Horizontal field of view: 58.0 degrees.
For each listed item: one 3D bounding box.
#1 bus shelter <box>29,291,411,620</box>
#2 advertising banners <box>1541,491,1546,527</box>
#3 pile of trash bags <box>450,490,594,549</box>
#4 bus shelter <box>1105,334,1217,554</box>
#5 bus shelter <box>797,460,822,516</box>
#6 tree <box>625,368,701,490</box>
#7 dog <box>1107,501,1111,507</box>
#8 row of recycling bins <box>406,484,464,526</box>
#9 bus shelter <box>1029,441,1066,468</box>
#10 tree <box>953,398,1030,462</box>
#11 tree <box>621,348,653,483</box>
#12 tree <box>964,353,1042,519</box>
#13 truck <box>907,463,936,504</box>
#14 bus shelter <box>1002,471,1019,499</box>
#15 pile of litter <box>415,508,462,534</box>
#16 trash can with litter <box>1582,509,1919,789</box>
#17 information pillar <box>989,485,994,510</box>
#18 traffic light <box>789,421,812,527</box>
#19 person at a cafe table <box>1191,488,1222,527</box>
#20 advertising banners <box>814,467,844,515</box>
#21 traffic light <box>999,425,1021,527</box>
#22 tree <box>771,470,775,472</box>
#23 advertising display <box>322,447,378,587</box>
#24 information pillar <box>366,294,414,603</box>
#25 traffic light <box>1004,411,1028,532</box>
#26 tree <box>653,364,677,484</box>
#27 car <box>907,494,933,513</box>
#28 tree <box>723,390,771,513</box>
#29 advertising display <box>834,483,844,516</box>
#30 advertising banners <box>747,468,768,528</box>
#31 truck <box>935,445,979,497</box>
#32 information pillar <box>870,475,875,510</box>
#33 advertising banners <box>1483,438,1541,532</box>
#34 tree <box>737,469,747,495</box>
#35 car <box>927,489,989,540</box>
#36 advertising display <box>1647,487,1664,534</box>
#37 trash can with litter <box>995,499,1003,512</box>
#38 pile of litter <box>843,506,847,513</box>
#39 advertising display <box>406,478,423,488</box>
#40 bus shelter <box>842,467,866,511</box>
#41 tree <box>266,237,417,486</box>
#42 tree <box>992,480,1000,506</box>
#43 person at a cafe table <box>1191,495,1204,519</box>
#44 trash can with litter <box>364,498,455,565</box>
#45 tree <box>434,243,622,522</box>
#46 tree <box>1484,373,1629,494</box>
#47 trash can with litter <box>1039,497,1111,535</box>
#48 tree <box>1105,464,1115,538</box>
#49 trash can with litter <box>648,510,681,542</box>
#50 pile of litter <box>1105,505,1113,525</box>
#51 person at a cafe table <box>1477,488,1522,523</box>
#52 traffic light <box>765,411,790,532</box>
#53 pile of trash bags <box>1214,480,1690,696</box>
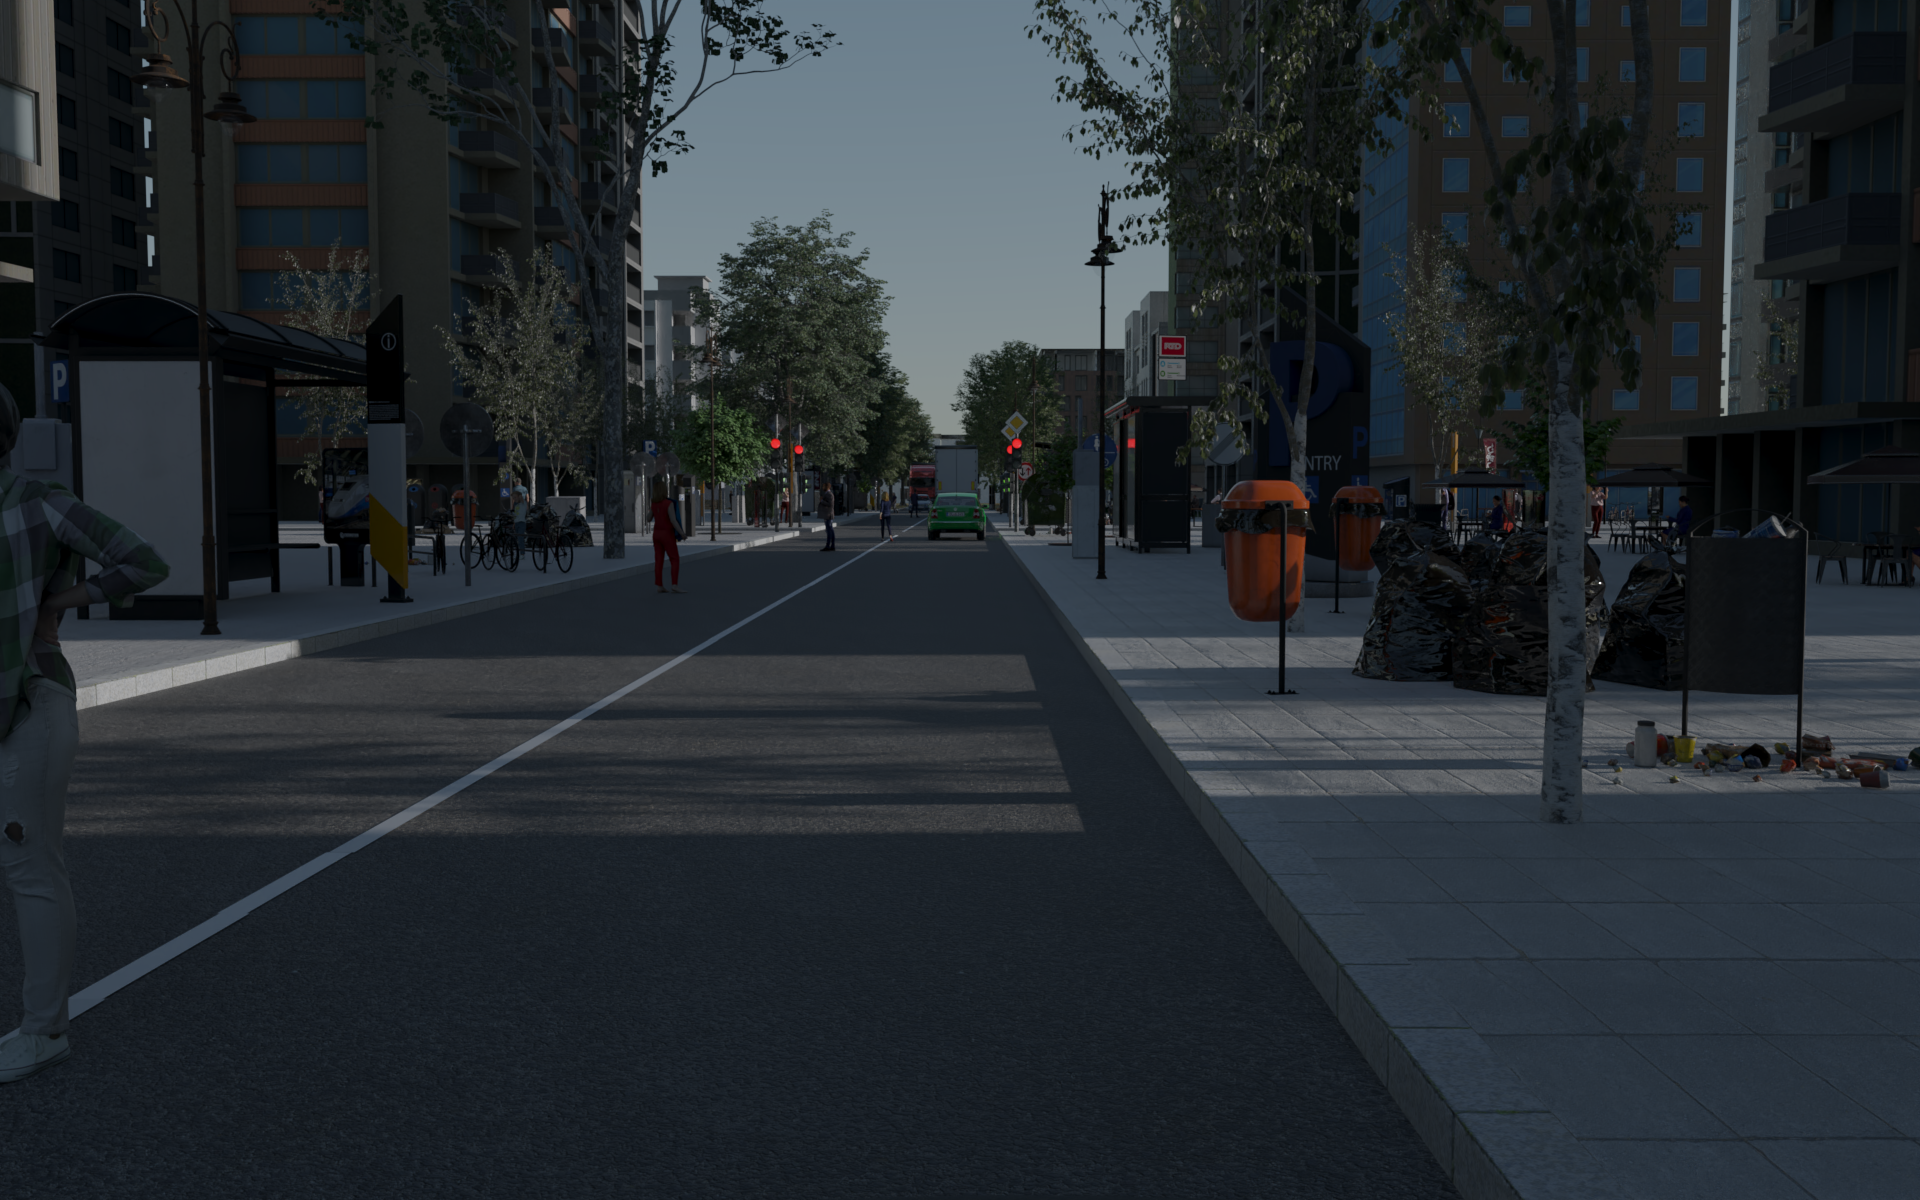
[{"bbox_3d":[-8.234,-1.598,20.052,2.014,3.302,5.546,0,4,0],"label":"bus shelter"},{"bbox_3d":[19.932,-3.742,57.375,2.074,3.025,0.090,1,4,11],"label":"advertising banners"},{"bbox_3d":[-10.605,-1.939,41.460,1.912,1.369,3.447,3,5,42],"label":"pile of trash bags"},{"bbox_3d":[4.632,-3.890,41.239,2.179,5.291,8.768,0,4,0],"label":"bus shelter"},{"bbox_3d":[-9.228,-6.693,103.352,2.014,3.302,5.546,0,4,0],"label":"bus shelter"},{"bbox_3d":[-17.103,-9.145,99.887,4.737,8.622,4.395,0,3,0],"label":"tree"},{"bbox_3d":[10.250,-6.367,118.475,0.513,0.831,0.800,1,4,17],"label":"dog"},{"bbox_3d":[-21.514,-3.831,69.744,3.534,1.692,1.069,0,4,-8],"label":"row of recycling bins"},{"bbox_3d":[4.182,-5.443,80.278,1.731,3.624,6.357,0,3,0],"label":"bus shelter"},{"bbox_3d":[4.219,-18.840,218.399,12.009,13.543,11.850,0,3,0],"label":"tree"},{"bbox_3d":[-17.068,-7.916,79.787,4.360,8.622,3.978,0,3,0],"label":"tree"},{"bbox_3d":[2.495,-8.560,90.322,4.737,8.622,4.395,0,3,0],"label":"tree"},{"bbox_3d":[-3.168,-10.279,156.971,2.839,4.237,11.283,0,4,1],"label":"truck"},{"bbox_3d":[4.064,-8.867,138.892,2.014,3.302,5.546,0,4,0],"label":"bus shelter"},{"bbox_3d":[-16.850,-2.556,55.760,1.719,0.858,1.176,2,4,25],"label":"pile of litter"},{"bbox_3d":[4.012,0.190,7.943,2.233,1.210,1.678,2,4,29],"label":"trash can with litter"},{"bbox_3d":[2.524,-8.253,139.436,0.304,2.012,0.304,2,4,31],"label":"information pillar"},{"bbox_3d":[-6.143,-4.750,66.579,0.839,4.253,0.868,0,4,0],"label":"traffic light"},{"bbox_3d":[9.969,-3.614,67.610,1.698,1.524,1.622,-2,4,-30],"label":"person at a cafe table"},{"bbox_3d":[-8.178,-6.812,107.572,2.074,3.025,0.090,1,4,16],"label":"advertising banners"},{"bbox_3d":[1.938,-4.748,66.553,0.839,4.253,0.868,0,4,0],"label":"traffic light"},{"bbox_3d":[-15.464,-11.273,134.678,4.737,8.622,4.395,0,3,0],"label":"tree"},{"bbox_3d":[-8.451,-1.151,24.039,0.974,1.923,0.123,2,4,28],"label":"advertising display"},{"bbox_3d":[-6.750,-1.778,20.433,0.504,3.616,0.183,1,4,19],"label":"information pillar"},{"bbox_3d":[1.896,-4.260,58.568,0.839,4.253,0.868,0,4,0],"label":"traffic light"},{"bbox_3d":[-16.968,-8.308,86.196,4.360,8.622,3.978,0,3,0],"label":"tree"},{"bbox_3d":[-3.030,-7.294,131.253,2.014,1.417,4.499,0,4,-1],"label":"car"},{"bbox_3d":[-16.414,-10.301,118.783,4.737,8.622,4.395,0,3,0],"label":"tree"},{"bbox_3d":[-7.221,-5.975,102.907,0.123,1.923,0.974,-3,4,-36],"label":"advertising display"},{"bbox_3d":[-7.795,-4.299,66.475,0.090,3.025,2.074,-2,4,-28],"label":"advertising banners"},{"bbox_3d":[-0.196,-7.098,104.967,2.839,4.237,11.283,0,3,0],"label":"truck"},{"bbox_3d":[-6.924,-8.892,136.732,0.183,3.616,0.504,3,5,41],"label":"information pillar"},{"bbox_3d":[17.276,-3.564,54.453,2.074,3.025,0.090,-1,4,-20],"label":"advertising banners"},{"bbox_3d":[-17.845,-11.596,139.950,4.360,8.622,3.978,0,3,0],"label":"tree"},{"bbox_3d":[-0.072,-2.850,55.396,1.959,1.807,4.718,0,4,2],"label":"car"},{"bbox_3d":[22.305,-3.079,55.553,0.123,1.923,0.974,0,4,-1],"label":"advertising display"},{"bbox_3d":[3.058,-6.982,125.548,1.055,1.170,0.624,1,4,23],"label":"trash can with litter"},{"bbox_3d":[-8.359,-6.351,117.810,1.719,0.858,1.176,-3,5,-43],"label":"pile of litter"},{"bbox_3d":[-22.516,-4.023,70.986,0.974,1.923,0.123,-2,4,-30],"label":"advertising display"},{"bbox_3d":[-8.373,-9.647,135.361,2.179,5.291,8.768,0,4,0],"label":"bus shelter"},{"bbox_3d":[-18.293,-6.128,50.555,4.360,8.622,3.978,0,3,0],"label":"tree"},{"bbox_3d":[3.822,-12.125,192.839,1.663,3.219,1.824,0,3,0],"label":"tree"},{"bbox_3d":[11.873,-4.865,90.399,1.726,1.238,1.698,-2,4,-25],"label":"person at a cafe table"},{"bbox_3d":[-10.118,-1.274,31.895,1.678,1.210,2.233,-2,4,-26],"label":"trash can with litter"},{"bbox_3d":[-12.658,-6.103,50.153,4.360,8.622,3.978,0,3,0],"label":"tree"},{"bbox_3d":[8.144,-1.747,23.159,1.663,3.219,1.824,0,3,0],"label":"tree"},{"bbox_3d":[3.699,-2.719,55.507,2.233,1.210,1.678,0,4,8],"label":"trash can with litter"},{"bbox_3d":[4.741,-3.464,51.232,1.663,3.219,1.824,0,3,0],"label":"tree"},{"bbox_3d":[-7.797,-2.117,46.001,0.624,1.170,1.055,1,4,12],"label":"trash can with litter"},{"bbox_3d":[6.028,-3.932,78.258,1.719,0.858,1.176,-1,4,-11],"label":"pile of litter"},{"bbox_3d":[21.508,-3.641,68.040,1.698,1.524,1.622,-3,5,-43],"label":"person at a cafe table"},{"bbox_3d":[-6.185,-4.261,58.594,0.839,4.253,0.868,0,4,0],"label":"traffic light"},{"bbox_3d":[3.346,-0.120,11.712,3.447,1.369,1.912,-1,4,-17],"label":"pile of trash bags"}]
